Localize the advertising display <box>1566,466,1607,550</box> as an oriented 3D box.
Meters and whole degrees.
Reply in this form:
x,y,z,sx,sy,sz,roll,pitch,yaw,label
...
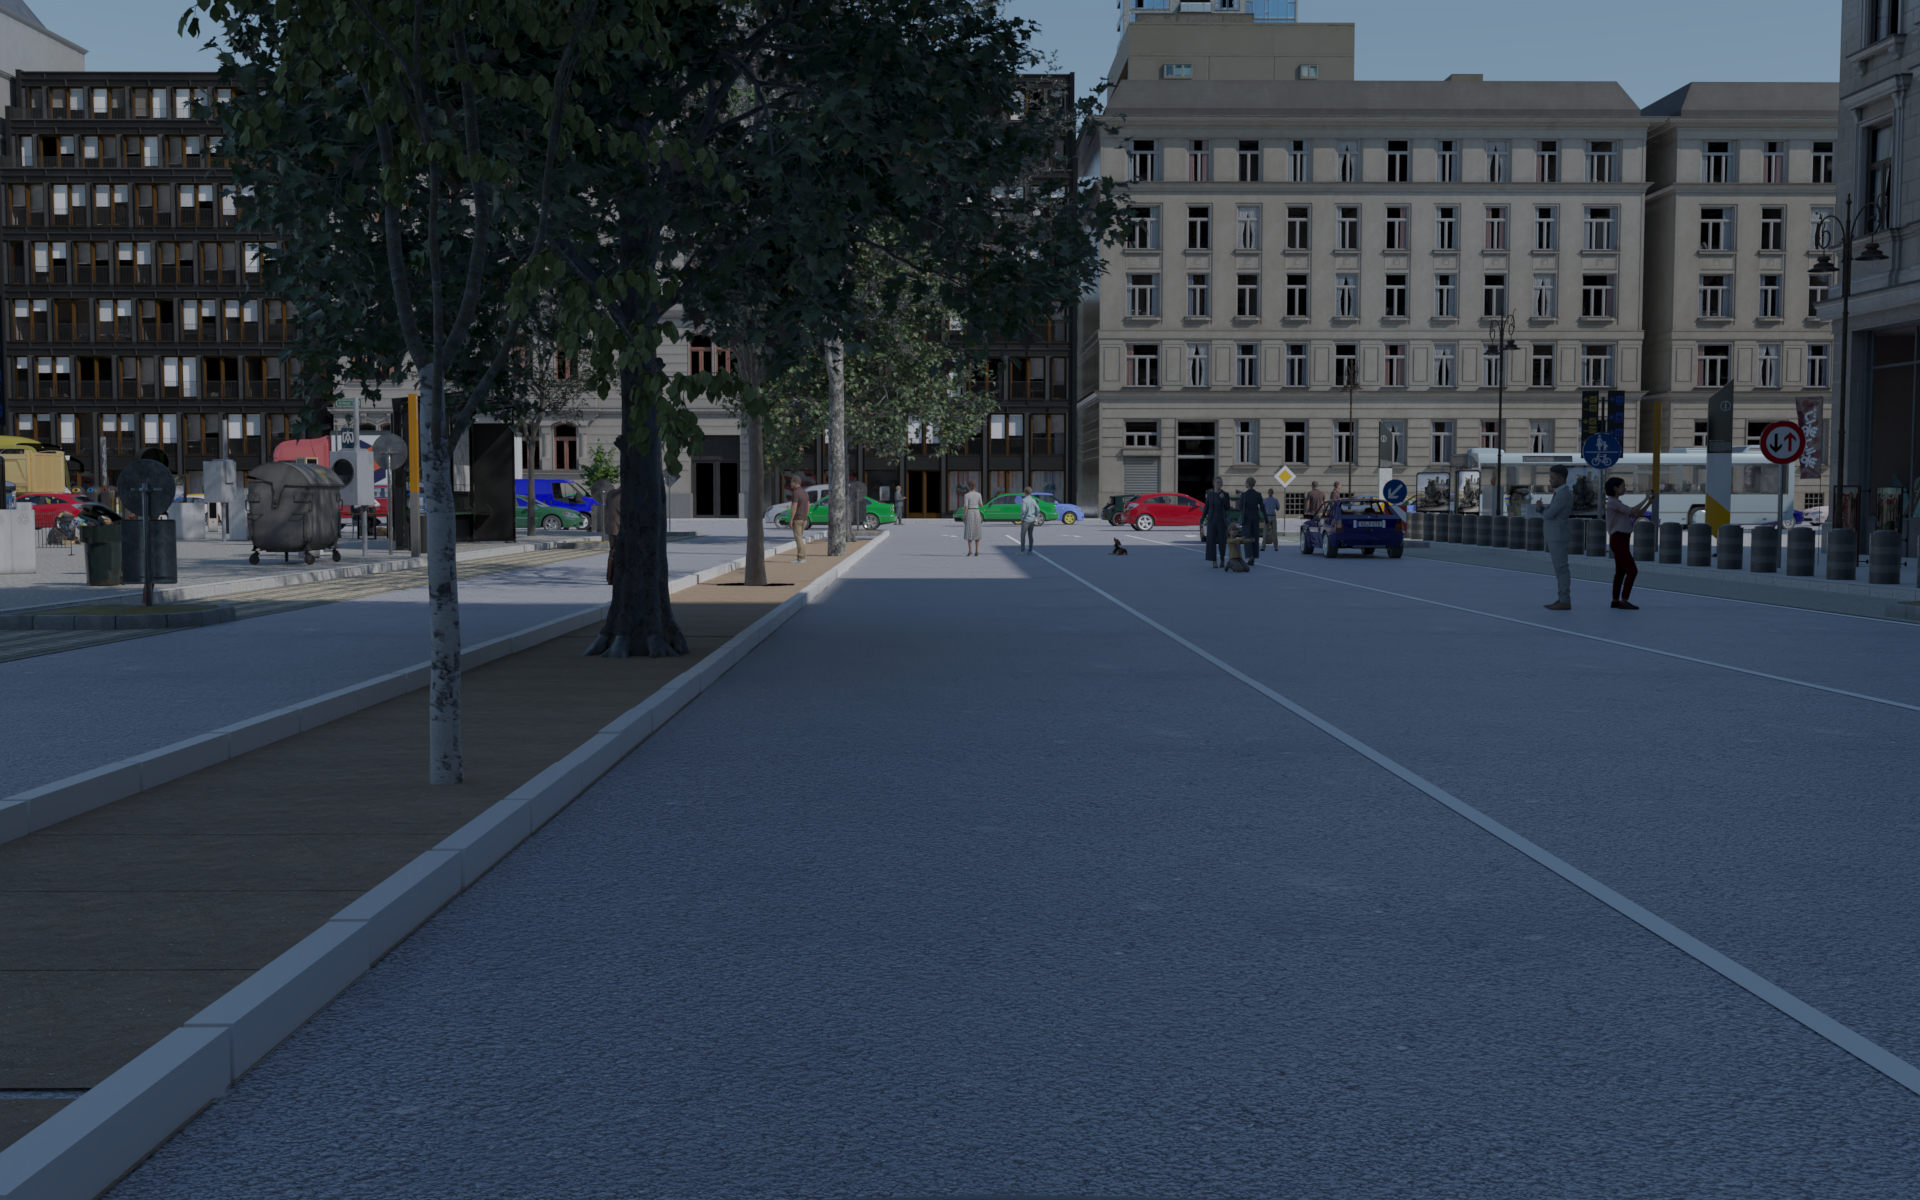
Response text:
x,y,z,sx,sy,sz,roll,pitch,yaw,label
14.221,-2.099,39.532,0.974,1.923,0.123,1,4,13,advertising display

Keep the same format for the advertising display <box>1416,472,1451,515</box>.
x,y,z,sx,sy,sz,roll,pitch,yaw,label
13.887,-2.792,50.856,0.974,1.923,0.123,1,4,17,advertising display

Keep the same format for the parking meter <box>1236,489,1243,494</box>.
x,y,z,sx,sy,sz,roll,pitch,yaw,label
14.371,-4.940,89.176,0.372,1.533,0.369,0,3,0,parking meter

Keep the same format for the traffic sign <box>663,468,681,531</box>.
x,y,z,sx,sy,sz,roll,pitch,yaw,label
-10.006,-3.428,59.686,0.795,2.450,0.064,0,4,-1,traffic sign

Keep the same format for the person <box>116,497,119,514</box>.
x,y,z,sx,sy,sz,roll,pitch,yaw,label
-32.143,-3.253,65.940,0.590,1.304,0.306,2,4,34,person

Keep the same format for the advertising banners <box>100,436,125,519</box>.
x,y,z,sx,sy,sz,roll,pitch,yaw,label
-25.547,-3.428,52.241,0.090,3.025,2.074,-3,5,-43,advertising banners

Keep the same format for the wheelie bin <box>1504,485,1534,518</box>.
x,y,z,sx,sy,sz,roll,pitch,yaw,label
18.775,-3.068,58.070,0.980,1.594,0.693,-1,4,-10,wheelie bin

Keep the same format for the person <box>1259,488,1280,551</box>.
x,y,z,sx,sy,sz,roll,pitch,yaw,label
7.795,-2.021,43.614,0.516,1.574,0.319,0,4,4,person

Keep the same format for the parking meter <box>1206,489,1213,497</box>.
x,y,z,sx,sy,sz,roll,pitch,yaw,label
12.587,-4.832,87.417,0.372,1.533,0.369,0,3,0,parking meter

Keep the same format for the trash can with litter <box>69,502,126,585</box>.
x,y,z,sx,sy,sz,roll,pitch,yaw,label
-11.958,-0.801,24.484,0.624,1.170,1.055,1,4,20,trash can with litter

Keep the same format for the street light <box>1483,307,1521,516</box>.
x,y,z,sx,sy,sz,roll,pitch,yaw,label
13.431,-4.299,43.078,0.468,5.910,1.993,0,4,-1,street light

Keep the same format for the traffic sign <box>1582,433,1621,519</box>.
x,y,z,sx,sy,sz,roll,pitch,yaw,label
13.292,-2.193,35.958,0.768,2.556,0.104,0,4,7,traffic sign

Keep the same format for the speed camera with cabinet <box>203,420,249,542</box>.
x,y,z,sx,sy,sz,roll,pitch,yaw,label
-19.683,-3.223,47.036,0.660,3.252,2.038,1,4,11,speed camera with cabinet

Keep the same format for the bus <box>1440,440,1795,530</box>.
x,y,z,sx,sy,sz,roll,pitch,yaw,label
24.576,-4.348,65.948,13.247,3.499,2.948,0,4,-1,bus

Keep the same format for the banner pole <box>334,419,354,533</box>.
x,y,z,sx,sy,sz,roll,pitch,yaw,label
-20.533,-4.142,57.742,0.863,3.779,0.401,0,4,-1,banner pole

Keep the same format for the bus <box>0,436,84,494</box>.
x,y,z,sx,sy,sz,roll,pitch,yaw,label
-43.853,-4.990,73.130,12.252,3.916,2.896,0,4,-2,bus

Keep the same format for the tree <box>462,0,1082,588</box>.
x,y,z,sx,sy,sz,roll,pitch,yaw,label
-3.140,-6.943,26.346,12.009,13.543,11.850,0,3,0,tree

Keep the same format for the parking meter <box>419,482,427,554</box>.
x,y,z,sx,sy,sz,roll,pitch,yaw,label
-11.607,-1.775,37.428,0.372,1.533,0.369,0,3,0,parking meter

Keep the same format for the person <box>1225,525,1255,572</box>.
x,y,z,sx,sy,sz,roll,pitch,yaw,label
5.120,-0.936,31.730,0.347,0.859,0.695,-2,4,-26,person

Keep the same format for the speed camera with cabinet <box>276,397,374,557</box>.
x,y,z,sx,sy,sz,roll,pitch,yaw,label
-13.036,-2.515,35.463,2.038,3.252,0.660,1,4,18,speed camera with cabinet

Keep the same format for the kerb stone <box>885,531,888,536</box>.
x,y,z,sx,sy,sz,roll,pitch,yaw,label
-2.489,-2.071,56.128,0.120,0.150,1.000,0,4,-1,kerb stone

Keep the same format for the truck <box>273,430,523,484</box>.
x,y,z,sx,sy,sz,roll,pitch,yaw,label
-25.475,-5.421,77.539,11.283,4.237,2.839,0,4,-3,truck

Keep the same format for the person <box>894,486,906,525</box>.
x,y,z,sx,sy,sz,roll,pitch,yaw,label
-2.765,-4.359,79.941,0.590,1.801,0.661,0,4,2,person

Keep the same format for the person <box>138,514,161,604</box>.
x,y,z,sx,sy,sz,roll,pitch,yaw,label
-9.542,-0.490,20.428,0.435,1.345,0.340,2,4,25,person

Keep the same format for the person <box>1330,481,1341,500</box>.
x,y,z,sx,sy,sz,roll,pitch,yaw,label
11.046,-2.578,50.770,0.434,1.807,0.598,1,4,21,person

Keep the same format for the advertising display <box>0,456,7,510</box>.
x,y,z,sx,sy,sz,roll,pitch,yaw,label
-16.431,-1.455,28.996,0.974,1.923,0.123,1,4,10,advertising display

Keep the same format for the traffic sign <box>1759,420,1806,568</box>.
x,y,z,sx,sy,sz,roll,pitch,yaw,label
14.185,-1.825,29.939,0.768,2.556,0.104,0,4,8,traffic sign

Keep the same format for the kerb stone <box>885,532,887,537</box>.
x,y,z,sx,sy,sz,roll,pitch,yaw,label
-2.469,-2.012,55.102,0.120,0.150,1.000,0,4,-1,kerb stone

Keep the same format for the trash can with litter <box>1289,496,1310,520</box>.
x,y,z,sx,sy,sz,roll,pitch,yaw,label
17.760,-4.628,86.732,2.233,1.210,1.678,3,5,42,trash can with litter

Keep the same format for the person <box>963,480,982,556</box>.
x,y,z,sx,sy,sz,roll,pitch,yaw,label
0.277,-1.889,39.959,0.480,1.755,0.524,-1,4,-23,person

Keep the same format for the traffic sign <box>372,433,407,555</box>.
x,y,z,sx,sy,sz,roll,pitch,yaw,label
-11.986,-2.219,36.388,0.768,2.556,0.104,0,4,5,traffic sign

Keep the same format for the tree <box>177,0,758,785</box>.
x,y,z,sx,sy,sz,roll,pitch,yaw,label
-2.491,-3.378,8.054,4.737,8.622,4.395,0,3,0,tree

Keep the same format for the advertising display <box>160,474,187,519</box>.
x,y,z,sx,sy,sz,roll,pitch,yaw,label
-25.872,-3.162,56.911,0.974,1.923,0.123,1,4,10,advertising display

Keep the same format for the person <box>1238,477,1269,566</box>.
x,y,z,sx,sy,sz,roll,pitch,yaw,label
5.887,-1.583,34.811,0.576,1.772,0.534,-2,4,-34,person

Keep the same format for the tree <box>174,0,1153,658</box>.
x,y,z,sx,sy,sz,roll,pitch,yaw,label
-2.854,-5.859,15.259,9.611,12.733,9.660,0,3,0,tree

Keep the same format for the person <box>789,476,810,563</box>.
x,y,z,sx,sy,sz,roll,pitch,yaw,label
-3.370,-1.671,35.942,0.434,1.807,0.598,2,4,35,person

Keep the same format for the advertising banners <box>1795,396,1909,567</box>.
x,y,z,sx,sy,sz,roll,pitch,yaw,label
15.670,-2.100,30.526,0.090,3.025,2.074,-2,4,-34,advertising banners

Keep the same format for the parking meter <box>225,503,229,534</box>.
x,y,z,sx,sy,sz,roll,pitch,yaw,label
-23.556,-2.903,55.873,0.372,1.533,0.369,0,3,0,parking meter

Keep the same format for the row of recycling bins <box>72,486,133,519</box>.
x,y,z,sx,sy,sz,roll,pitch,yaw,label
-42.482,-4.811,85.771,3.534,1.692,1.069,1,4,11,row of recycling bins

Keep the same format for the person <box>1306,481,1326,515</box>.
x,y,z,sx,sy,sz,roll,pitch,yaw,label
10.101,-2.476,49.118,0.598,1.807,0.434,0,4,7,person

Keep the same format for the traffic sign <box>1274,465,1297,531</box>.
x,y,z,sx,sy,sz,roll,pitch,yaw,label
11.237,-3.443,59.936,0.795,2.450,0.064,0,4,-1,traffic sign

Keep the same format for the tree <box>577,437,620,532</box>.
x,y,z,sx,sy,sz,roll,pitch,yaw,label
-12.343,-3.955,59.261,1.663,3.219,1.824,0,3,0,tree

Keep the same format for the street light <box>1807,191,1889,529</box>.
x,y,z,sx,sy,sz,roll,pitch,yaw,label
13.667,-3.303,26.799,0.468,5.910,1.993,0,4,-1,street light

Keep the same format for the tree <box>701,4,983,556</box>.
x,y,z,sx,sy,sz,roll,pitch,yaw,label
-4.054,-11.107,39.950,12.611,20.169,13.585,0,3,0,tree

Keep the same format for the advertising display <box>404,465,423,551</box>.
x,y,z,sx,sy,sz,roll,pitch,yaw,label
-12.003,-2.048,38.707,0.974,1.923,0.123,2,4,28,advertising display

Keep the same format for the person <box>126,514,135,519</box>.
x,y,z,sx,sy,sz,roll,pitch,yaw,label
-35.415,-3.505,74.099,0.655,0.850,0.859,1,4,12,person

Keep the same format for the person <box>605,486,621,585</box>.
x,y,z,sx,sy,sz,roll,pitch,yaw,label
-5.299,-1.105,27.257,0.565,1.739,0.600,-1,4,-10,person

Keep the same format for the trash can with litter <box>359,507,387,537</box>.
x,y,z,sx,sy,sz,roll,pitch,yaw,label
-17.775,-2.517,52.536,1.055,1.170,0.624,0,4,6,trash can with litter

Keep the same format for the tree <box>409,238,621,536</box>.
x,y,z,sx,sy,sz,roll,pitch,yaw,label
-13.208,-7.210,52.296,8.767,10.594,7.601,1,4,14,tree

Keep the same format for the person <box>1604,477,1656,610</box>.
x,y,z,sx,sy,sz,roll,pitch,yaw,label
8.358,-0.715,21.647,0.517,1.644,0.566,-2,4,-23,person

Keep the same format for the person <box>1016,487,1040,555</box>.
x,y,z,sx,sy,sz,roll,pitch,yaw,label
1.599,-1.864,40.784,0.589,1.601,0.330,-2,4,-33,person

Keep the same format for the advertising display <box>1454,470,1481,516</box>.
x,y,z,sx,sy,sz,roll,pitch,yaw,label
13.616,-2.525,46.503,0.974,1.923,0.123,-3,4,-37,advertising display

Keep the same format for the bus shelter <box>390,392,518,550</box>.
x,y,z,sx,sy,sz,roll,pitch,yaw,label
-12.162,-3.133,42.509,1.731,3.624,6.357,0,4,-1,bus shelter

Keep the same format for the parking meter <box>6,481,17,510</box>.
x,y,z,sx,sy,sz,roll,pitch,yaw,label
-17.264,-1.401,31.323,0.372,1.533,0.369,0,3,0,parking meter

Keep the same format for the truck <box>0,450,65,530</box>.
x,y,z,sx,sy,sz,roll,pitch,yaw,label
-40.734,-4.426,68.287,9.791,3.379,3.469,0,4,1,truck

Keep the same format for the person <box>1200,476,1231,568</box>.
x,y,z,sx,sy,sz,roll,pitch,yaw,label
4.971,-1.509,33.601,0.576,1.772,0.534,0,4,-3,person

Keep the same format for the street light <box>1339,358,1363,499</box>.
x,y,z,sx,sy,sz,roll,pitch,yaw,label
13.330,-5.280,59.122,0.468,5.910,1.993,0,4,-1,street light

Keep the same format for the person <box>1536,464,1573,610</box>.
x,y,z,sx,sy,sz,roll,pitch,yaw,label
7.391,-0.788,21.567,0.466,1.800,0.511,0,4,3,person
